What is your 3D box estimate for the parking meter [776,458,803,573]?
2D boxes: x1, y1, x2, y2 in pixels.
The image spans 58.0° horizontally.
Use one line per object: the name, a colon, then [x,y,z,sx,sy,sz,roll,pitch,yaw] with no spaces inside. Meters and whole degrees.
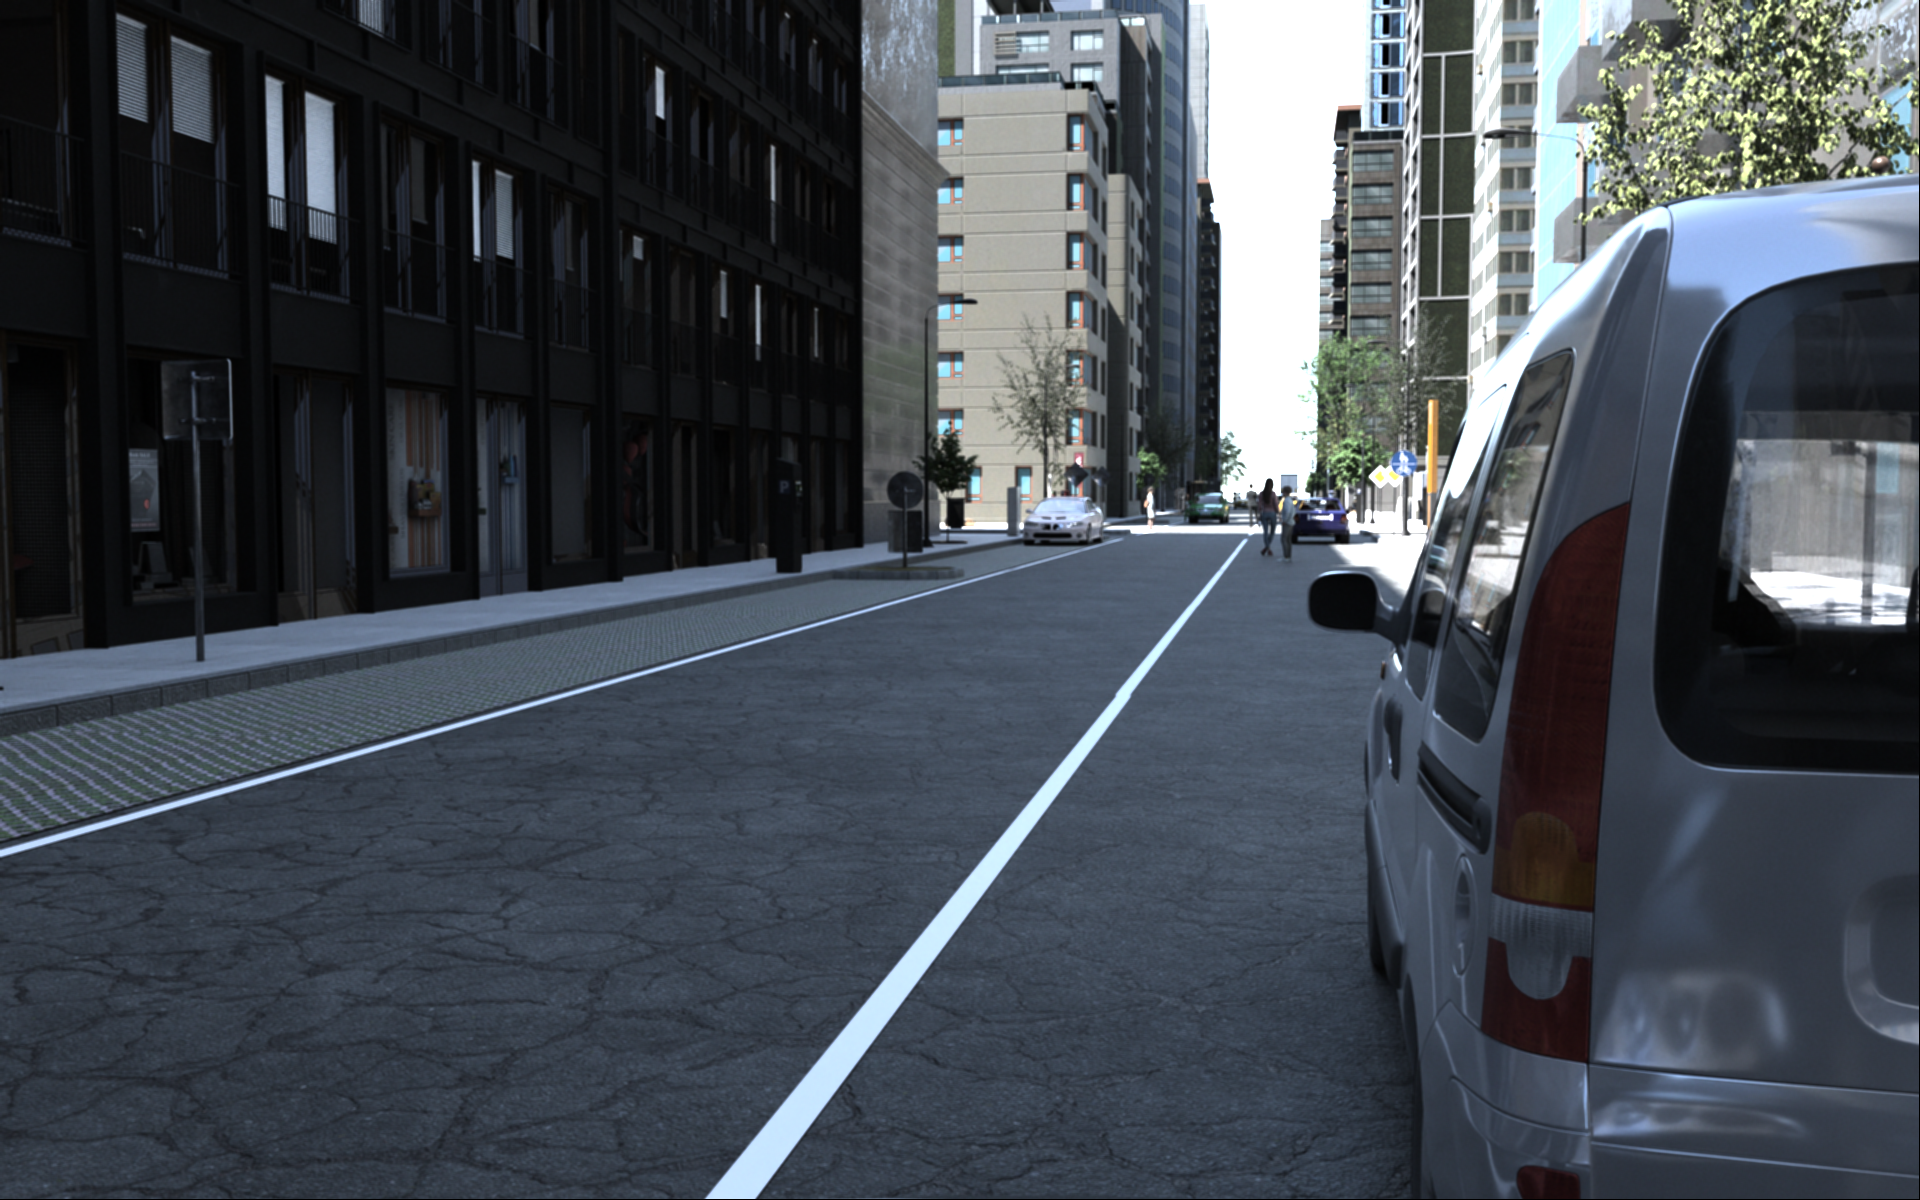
parking meter: [-2.773,-1.373,28.168,0.399,1.863,0.255,2,4,27]

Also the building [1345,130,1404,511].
building: [38.417,-22.513,139.782,14.160,30.474,14.107,1,4,10]

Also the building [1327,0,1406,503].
building: [46.171,-51.799,159.589,22.319,86.520,31.000,1,4,10]

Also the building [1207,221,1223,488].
building: [34.670,-38.339,276.955,14.600,45.320,14.200,1,4,10]

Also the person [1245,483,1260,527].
person: [12.723,-4.122,75.254,0.648,1.900,0.474,1,4,12]

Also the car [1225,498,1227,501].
car: [24.374,-9.482,164.813,2.009,1.686,4.222,1,4,11]

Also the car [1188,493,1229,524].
car: [12.339,-4.710,85.807,1.959,1.807,4.718,1,4,12]

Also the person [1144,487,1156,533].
person: [7.092,-3.350,64.282,0.522,1.701,0.512,-1,4,-10]

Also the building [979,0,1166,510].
building: [9.502,-28.180,144.329,14.154,41.232,14.086,1,4,10]

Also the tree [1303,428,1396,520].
tree: [19.848,-6.249,85.882,4.285,4.588,4.351,0,3,0]

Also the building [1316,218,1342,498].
building: [60.153,-35.065,256.901,14.154,41.232,14.086,1,4,10]

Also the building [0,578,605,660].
building: [-12.438,-11.524,18.095,12.332,23.373,15.834,1,4,10]

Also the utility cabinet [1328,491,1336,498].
utility cabinet: [28.133,-7.476,130.911,0.318,1.500,1.173,2,4,31]

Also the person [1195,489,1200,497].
person: [14.836,-6.023,107.538,0.480,1.755,0.524,1,4,18]

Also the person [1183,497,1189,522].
person: [11.862,-4.743,90.297,0.590,1.304,0.306,-1,4,-14]

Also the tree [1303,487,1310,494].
tree: [53.063,-16.487,264.167,1.663,3.219,1.824,0,3,0]

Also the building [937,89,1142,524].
building: [-5.483,-15.034,90.852,27.650,21.520,28.899,1,4,10]

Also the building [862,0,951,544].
building: [-13.552,-15.442,49.745,25.104,27.353,12.463,1,4,10]

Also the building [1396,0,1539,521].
building: [39.135,-24.136,86.512,32.217,40.220,23.993,1,4,10]

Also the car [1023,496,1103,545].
car: [3.005,-2.285,49.728,2.083,1.381,4.827,1,4,12]

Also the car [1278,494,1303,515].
car: [22.412,-6.512,116.702,2.015,1.641,3.980,1,4,9]

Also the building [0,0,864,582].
building: [-9.802,-12.509,34.208,12.332,23.373,15.834,1,4,10]

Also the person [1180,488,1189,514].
person: [15.345,-6.732,118.532,0.822,1.834,0.622,0,4,0]

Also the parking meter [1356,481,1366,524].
parking meter: [17.338,-4.233,74.925,0.255,1.863,0.399,-2,4,-31]

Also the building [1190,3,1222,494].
building: [28.967,-50.233,259.553,20.563,71.187,20.611,1,4,10]

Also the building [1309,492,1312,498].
building: [72.250,-35.692,275.437,32.217,40.220,23.993,1,4,10]

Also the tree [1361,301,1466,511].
tree: [17.373,-7.139,67.078,4.360,8.622,3.978,0,3,0]

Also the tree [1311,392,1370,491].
tree: [27.208,-10.635,124.238,4.737,8.622,4.395,0,3,0]

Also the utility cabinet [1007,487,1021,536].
utility cabinet: [1.649,-2.720,53.155,0.318,1.500,1.173,0,4,8]

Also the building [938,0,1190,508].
building: [10.490,-38.109,165.089,21.231,58.520,28.212,1,4,10]

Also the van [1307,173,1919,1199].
van: [1.792,0.194,3.848,2.013,2.044,4.112,1,4,12]

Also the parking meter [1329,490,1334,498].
parking meter: [25.355,-6.719,118.274,0.372,1.533,0.369,0,3,0]

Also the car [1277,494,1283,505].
car: [26.955,-8.198,143.823,2.009,1.686,4.222,1,4,11]

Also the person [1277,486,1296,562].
person: [6.928,-1.614,36.692,0.330,1.601,0.589,2,4,34]

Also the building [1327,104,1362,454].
building: [52.142,-32.803,190.953,22.147,44.769,28.867,1,4,10]

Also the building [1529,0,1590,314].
building: [29.824,-25.355,64.666,14.200,45.320,14.600,1,4,10]

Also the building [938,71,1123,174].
building: [3.817,-21.469,122.723,14.160,30.474,14.107,1,4,10]

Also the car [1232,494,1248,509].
car: [27.010,-9.486,165.327,2.015,1.641,3.980,1,4,9]

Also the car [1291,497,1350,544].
car: [10.524,-2.354,51.066,1.945,1.354,3.894,1,4,9]

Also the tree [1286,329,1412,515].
tree: [24.094,-11.153,108.111,9.928,11.665,9.643,0,3,0]

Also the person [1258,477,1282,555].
person: [7.242,-1.955,40.473,0.555,1.821,0.388,1,4,16]

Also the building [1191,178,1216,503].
building: [23.226,-35.550,235.874,22.147,44.769,28.867,1,4,10]

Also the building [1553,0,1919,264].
building: [24.386,-25.268,32.742,23.786,49.044,30.456,1,4,10]

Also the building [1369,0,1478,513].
building: [39.684,-41.663,119.441,20.563,71.187,20.611,1,4,10]

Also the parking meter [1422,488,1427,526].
parking meter: [18.736,-3.735,69.477,0.372,1.533,0.369,0,3,0]

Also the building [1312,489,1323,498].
building: [65.338,-33.299,236.322,32.217,40.220,23.993,1,4,10]

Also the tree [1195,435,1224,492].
tree: [29.862,-15.911,210.508,4.737,8.622,4.395,0,3,0]

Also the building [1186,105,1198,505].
building: [19.999,-33.645,200.202,14.600,45.320,14.200,1,4,10]

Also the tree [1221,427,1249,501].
tree: [45.189,-22.928,292.994,7.486,12.596,7.792,0,3,0]

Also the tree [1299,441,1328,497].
tree: [44.934,-16.432,219.018,4.360,8.622,3.978,0,3,0]
